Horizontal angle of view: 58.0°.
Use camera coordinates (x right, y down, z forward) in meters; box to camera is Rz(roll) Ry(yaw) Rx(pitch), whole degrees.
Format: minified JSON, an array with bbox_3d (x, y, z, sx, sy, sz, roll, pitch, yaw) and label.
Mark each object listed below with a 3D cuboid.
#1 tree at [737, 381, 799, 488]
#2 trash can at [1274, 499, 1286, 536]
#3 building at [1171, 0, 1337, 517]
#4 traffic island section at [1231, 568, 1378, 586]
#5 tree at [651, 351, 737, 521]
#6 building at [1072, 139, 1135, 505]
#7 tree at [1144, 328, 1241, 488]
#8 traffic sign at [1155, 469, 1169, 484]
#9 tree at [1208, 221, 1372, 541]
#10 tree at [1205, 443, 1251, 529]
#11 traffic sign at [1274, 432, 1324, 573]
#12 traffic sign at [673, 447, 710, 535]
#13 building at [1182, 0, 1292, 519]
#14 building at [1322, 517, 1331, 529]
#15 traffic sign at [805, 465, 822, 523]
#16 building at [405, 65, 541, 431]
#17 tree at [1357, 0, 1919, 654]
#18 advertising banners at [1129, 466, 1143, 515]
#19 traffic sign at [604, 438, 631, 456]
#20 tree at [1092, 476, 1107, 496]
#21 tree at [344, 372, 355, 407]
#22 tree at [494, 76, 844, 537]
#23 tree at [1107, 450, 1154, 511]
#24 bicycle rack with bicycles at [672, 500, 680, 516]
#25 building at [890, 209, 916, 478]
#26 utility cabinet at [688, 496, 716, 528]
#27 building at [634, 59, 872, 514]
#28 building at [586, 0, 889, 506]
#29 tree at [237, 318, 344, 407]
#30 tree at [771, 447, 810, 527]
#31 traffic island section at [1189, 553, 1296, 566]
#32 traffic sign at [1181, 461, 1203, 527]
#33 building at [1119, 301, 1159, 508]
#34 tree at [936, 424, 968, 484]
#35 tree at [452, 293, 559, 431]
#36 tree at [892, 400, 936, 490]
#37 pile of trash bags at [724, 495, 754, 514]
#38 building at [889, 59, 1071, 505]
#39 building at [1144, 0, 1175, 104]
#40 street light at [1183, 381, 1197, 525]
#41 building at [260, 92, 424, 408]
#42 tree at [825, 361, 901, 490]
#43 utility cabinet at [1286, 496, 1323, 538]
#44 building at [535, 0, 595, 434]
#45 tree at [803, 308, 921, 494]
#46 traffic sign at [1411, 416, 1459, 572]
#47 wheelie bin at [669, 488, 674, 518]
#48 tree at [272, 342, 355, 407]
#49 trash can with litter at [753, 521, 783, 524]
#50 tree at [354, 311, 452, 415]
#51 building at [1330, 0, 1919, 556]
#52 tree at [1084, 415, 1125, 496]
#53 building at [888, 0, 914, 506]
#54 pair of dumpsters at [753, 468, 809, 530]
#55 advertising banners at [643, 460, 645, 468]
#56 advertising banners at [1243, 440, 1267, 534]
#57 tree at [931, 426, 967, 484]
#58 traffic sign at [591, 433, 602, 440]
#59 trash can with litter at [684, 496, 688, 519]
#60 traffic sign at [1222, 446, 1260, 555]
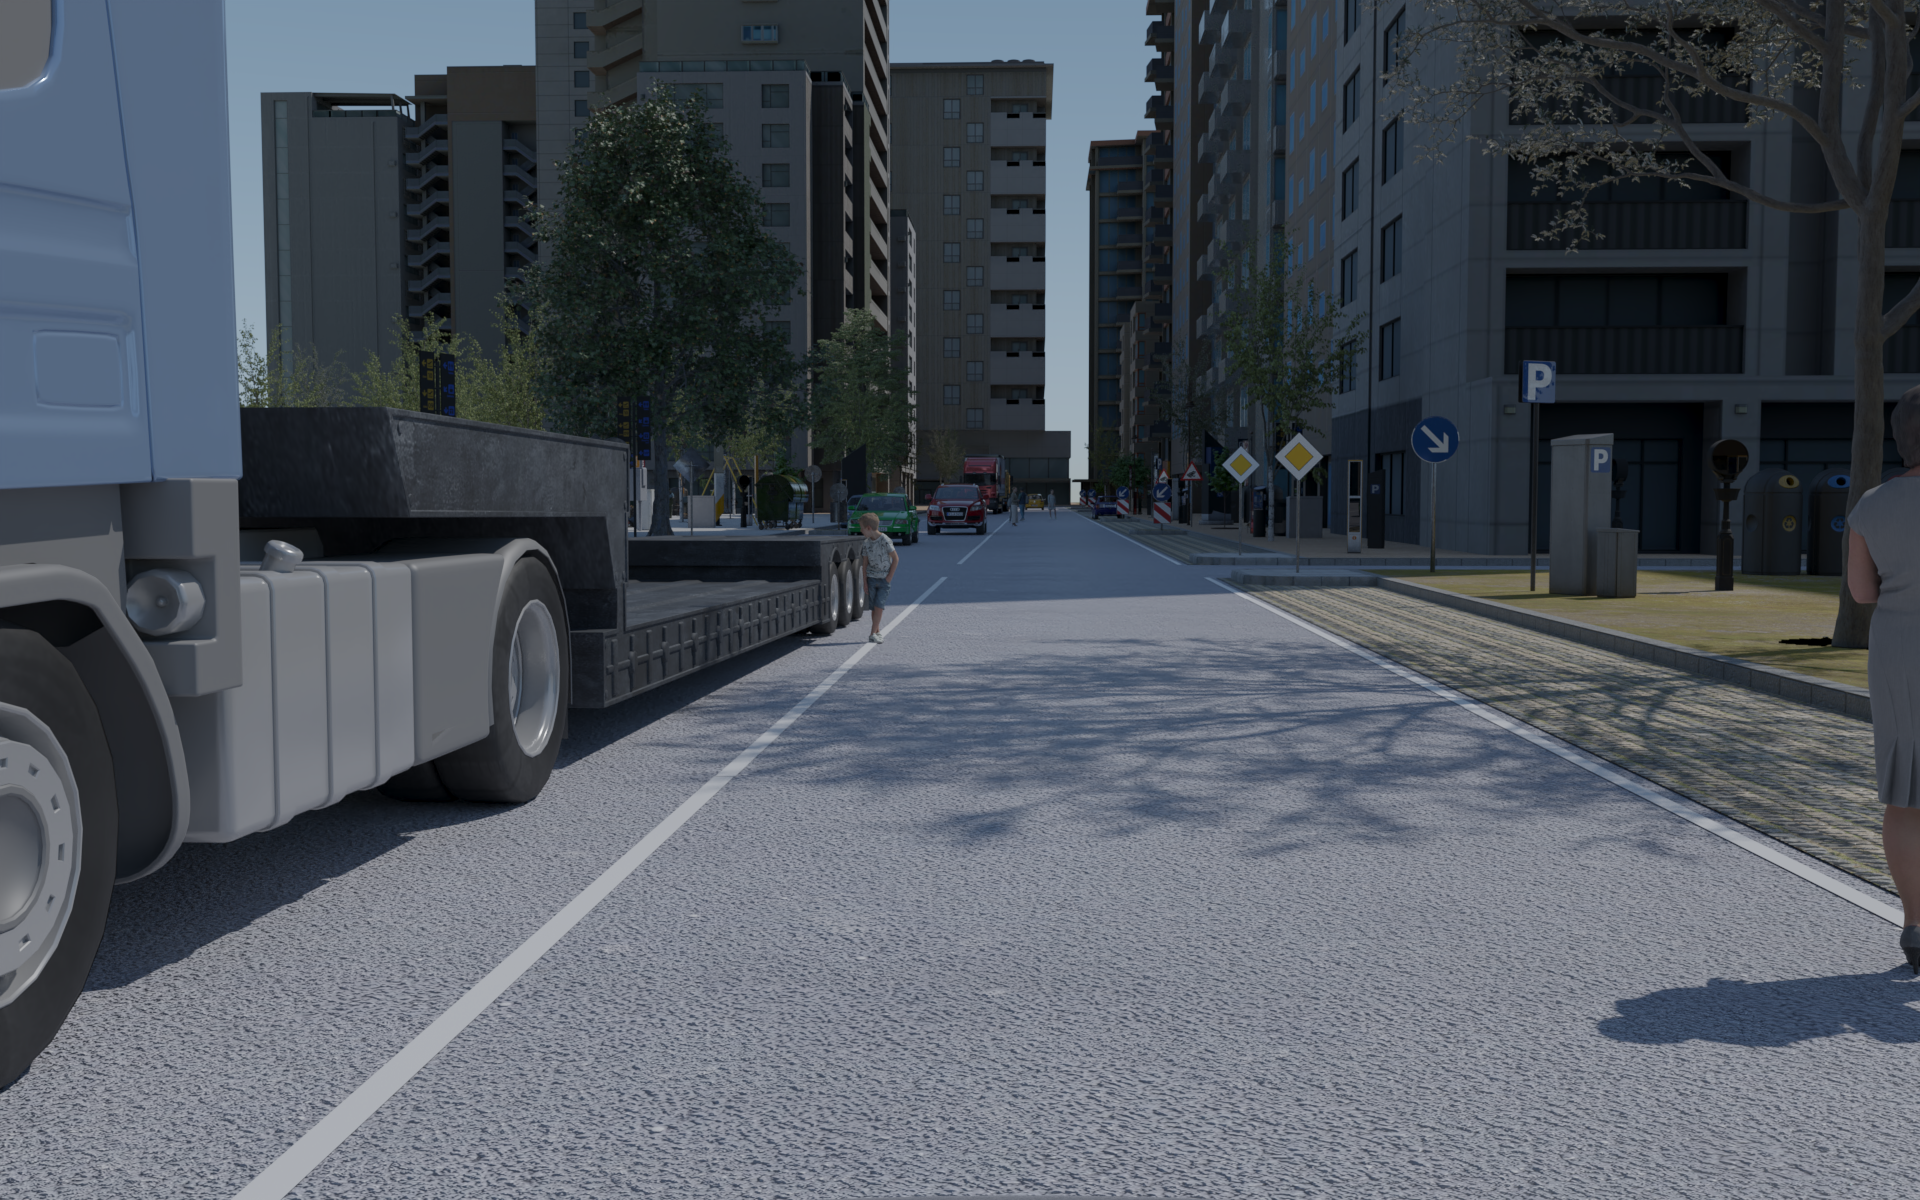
[{"bbox_3d":[-10.871,-9.037,98.121,4.737,8.622,4.395,0,3,0],"label":"tree"},{"bbox_3d":[9.797,-2.513,52.733,0.748,1.137,0.748,0,3,0],"label":"trash can"},{"bbox_3d":[22.062,-28.641,118.390,14.600,45.320,14.200,0,4,3],"label":"building"},{"bbox_3d":[5.523,-0.365,28.243,2.009,0.180,2.903,0,4,3],"label":"traffic island section"},{"bbox_3d":[-13.491,-8.144,83.519,4.737,8.622,4.395,0,3,0],"label":"tree"},{"bbox_3d":[28.005,-33.807,207.363,28.867,44.769,22.147,0,4,3],"label":"building"},{"bbox_3d":[10.461,-7.796,77.830,4.360,8.622,3.978,0,3,0],"label":"tree"},{"bbox_3d":[10.380,-5.398,88.257,0.884,2.594,0.081,0,4,6],"label":"traffic sign"},{"bbox_3d":[8.603,-5.895,46.746,4.737,8.622,4.395,0,3,0],"label":"tree"},{"bbox_3d":[9.610,-4.210,63.433,1.663,3.219,1.824,0,3,0],"label":"tree"},{"bbox_3d":[5.499,-1.500,28.166,0.795,2.450,0.064,0,4,3],"label":"traffic sign"},{"bbox_3d":[-5.681,-2.020,36.671,0.795,2.450,0.064,0,4,3],"label":"traffic sign"},{"bbox_3d":[24.923,-29.052,94.601,23.786,49.044,30.456,0,4,3],"label":"building"},{"bbox_3d":[20.202,-25.352,64.622,14.600,45.320,14.200,0,4,3],"label":"building"},{"bbox_3d":[-6.452,-4.645,76.055,0.768,2.556,0.104,0,4,7],"label":"traffic sign"},{"bbox_3d":[-47.492,-32.337,178.823,14.200,45.320,14.600,0,4,3],"label":"building"},{"bbox_3d":[7.660,-6.346,14.122,12.009,13.543,11.850,0,3,0],"label":"tree"},{"bbox_3d":[10.871,-6.802,107.405,0.090,3.025,2.074,2,4,30],"label":"advertising banners"},{"bbox_3d":[-7.818,-2.385,39.109,0.768,2.556,0.104,0,4,3],"label":"traffic sign"},{"bbox_3d":[13.970,-10.710,169.710,1.663,3.219,1.824,0,3,0],"label":"tree"},{"bbox_3d":[-30.232,-8.602,90.998,4.737,8.622,4.395,0,3,0],"label":"tree"},{"bbox_3d":[-8.340,-8.020,48.137,9.611,12.733,9.660,0,3,0],"label":"tree"},{"bbox_3d":[12.648,-8.841,128.264,4.285,4.588,4.351,0,3,0],"label":"tree"},{"bbox_3d":[-15.894,-5.377,101.292,2.925,0.926,2.852,-2,4,-34],"label":"bicycle rack with bicycles"},{"bbox_3d":[-11.682,-24.835,177.748,14.107,30.474,14.160,0,4,3],"label":"building"},{"bbox_3d":[-9.836,-3.352,65.963,1.020,1.237,0.306,0,4,1],"label":"utility cabinet"},{"bbox_3d":[-13.754,-21.250,119.131,14.160,30.474,14.107,0,4,3],"label":"building"},{"bbox_3d":[-17.158,-31.368,136.567,21.300,48.544,21.600,0,4,3],"label":"building"},{"bbox_3d":[-29.437,-7.530,73.484,4.737,8.622,4.395,0,3,0],"label":"tree"},{"bbox_3d":[-6.947,-4.461,67.546,1.663,3.219,1.824,0,3,0],"label":"tree"},{"bbox_3d":[5.875,-0.853,36.220,2.009,0.180,2.903,0,4,3],"label":"traffic island section"},{"bbox_3d":[9.019,-4.123,67.411,0.884,2.594,0.081,0,4,8],"label":"traffic sign"},{"bbox_3d":[30.155,-19.827,169.209,27.650,21.520,28.899,0,4,3],"label":"building"},{"bbox_3d":[-1.691,-13.971,178.787,4.360,8.622,3.978,0,3,0],"label":"tree"},{"bbox_3d":[-15.551,-6.830,62.041,4.737,8.622,4.395,0,3,0],"label":"tree"},{"bbox_3d":[-4.405,-11.178,133.128,4.360,8.622,3.978,0,3,0],"label":"tree"},{"bbox_3d":[-14.720,-6.178,110.769,3.447,1.369,1.912,2,4,25],"label":"pile of trash bags"},{"bbox_3d":[-0.330,-38.081,211.866,27.495,52.752,28.713,0,4,3],"label":"building"},{"bbox_3d":[26.257,-29.675,139.813,22.147,44.769,28.867,0,4,3],"label":"building"},{"bbox_3d":[9.353,-5.988,70.685,0.468,5.910,1.993,0,4,3],"label":"street light"},{"bbox_3d":[-62.224,-30.327,179.438,14.086,41.232,14.154,0,4,3],"label":"building"},{"bbox_3d":[-5.394,-8.937,96.480,4.737,8.622,4.395,0,3,0],"label":"tree"},{"bbox_3d":[10.060,-2.412,50.603,1.020,1.237,0.306,-1,4,-10],"label":"utility cabinet"},{"bbox_3d":[-29.418,-44.979,173.652,20.611,71.187,20.563,0,4,3],"label":"building"},{"bbox_3d":[-6.058,-11.511,106.334,7.486,12.596,7.792,0,3,0],"label":"tree"},{"bbox_3d":[7.754,-1.727,28.341,0.768,2.556,0.104,0,4,5],"label":"traffic sign"},{"bbox_3d":[-15.454,-5.083,91.010,0.980,1.594,0.693,-3,5,-40],"label":"wheelie bin"},{"bbox_3d":[-30.846,-8.121,83.135,4.360,8.622,3.978,0,3,0],"label":"tree"},{"bbox_3d":[-8.527,-3.961,75.822,1.678,1.210,2.233,1,4,21],"label":"trash can with litter"},{"bbox_3d":[-21.467,-7.255,68.988,4.737,8.622,4.395,0,3,0],"label":"tree"},{"bbox_3d":[21.803,-37.034,43.758,20.611,71.187,20.563,0,4,3],"label":"building"},{"bbox_3d":[13.599,-12.913,161.492,4.737,8.622,4.395,0,3,0],"label":"tree"},{"bbox_3d":[-14.754,-43.981,157.348,20.563,71.187,20.611,0,4,3],"label":"building"},{"bbox_3d":[-6.591,-3.740,63.641,1.574,2.255,4.437,0,4,2],"label":"pair of dumpsters"},{"bbox_3d":[-14.334,-5.142,80.262,0.090,3.025,2.074,1,4,19],"label":"advertising banners"},{"bbox_3d":[9.485,-3.650,55.870,0.090,3.025,2.074,-1,4,-11],"label":"advertising banners"},{"bbox_3d":[-1.314,-14.628,189.533,4.737,8.622,4.395,0,3,0],"label":"tree"},{"bbox_3d":[-6.033,-1.532,28.694,0.795,2.450,0.064,0,4,3],"label":"traffic sign"},{"bbox_3d":[-14.084,-4.774,89.440,0.624,1.170,1.055,0,4,-1],"label":"trash can with litter"},{"bbox_3d":[5.851,-1.988,36.144,0.795,2.450,0.064,0,4,3],"label":"traffic sign"}]
